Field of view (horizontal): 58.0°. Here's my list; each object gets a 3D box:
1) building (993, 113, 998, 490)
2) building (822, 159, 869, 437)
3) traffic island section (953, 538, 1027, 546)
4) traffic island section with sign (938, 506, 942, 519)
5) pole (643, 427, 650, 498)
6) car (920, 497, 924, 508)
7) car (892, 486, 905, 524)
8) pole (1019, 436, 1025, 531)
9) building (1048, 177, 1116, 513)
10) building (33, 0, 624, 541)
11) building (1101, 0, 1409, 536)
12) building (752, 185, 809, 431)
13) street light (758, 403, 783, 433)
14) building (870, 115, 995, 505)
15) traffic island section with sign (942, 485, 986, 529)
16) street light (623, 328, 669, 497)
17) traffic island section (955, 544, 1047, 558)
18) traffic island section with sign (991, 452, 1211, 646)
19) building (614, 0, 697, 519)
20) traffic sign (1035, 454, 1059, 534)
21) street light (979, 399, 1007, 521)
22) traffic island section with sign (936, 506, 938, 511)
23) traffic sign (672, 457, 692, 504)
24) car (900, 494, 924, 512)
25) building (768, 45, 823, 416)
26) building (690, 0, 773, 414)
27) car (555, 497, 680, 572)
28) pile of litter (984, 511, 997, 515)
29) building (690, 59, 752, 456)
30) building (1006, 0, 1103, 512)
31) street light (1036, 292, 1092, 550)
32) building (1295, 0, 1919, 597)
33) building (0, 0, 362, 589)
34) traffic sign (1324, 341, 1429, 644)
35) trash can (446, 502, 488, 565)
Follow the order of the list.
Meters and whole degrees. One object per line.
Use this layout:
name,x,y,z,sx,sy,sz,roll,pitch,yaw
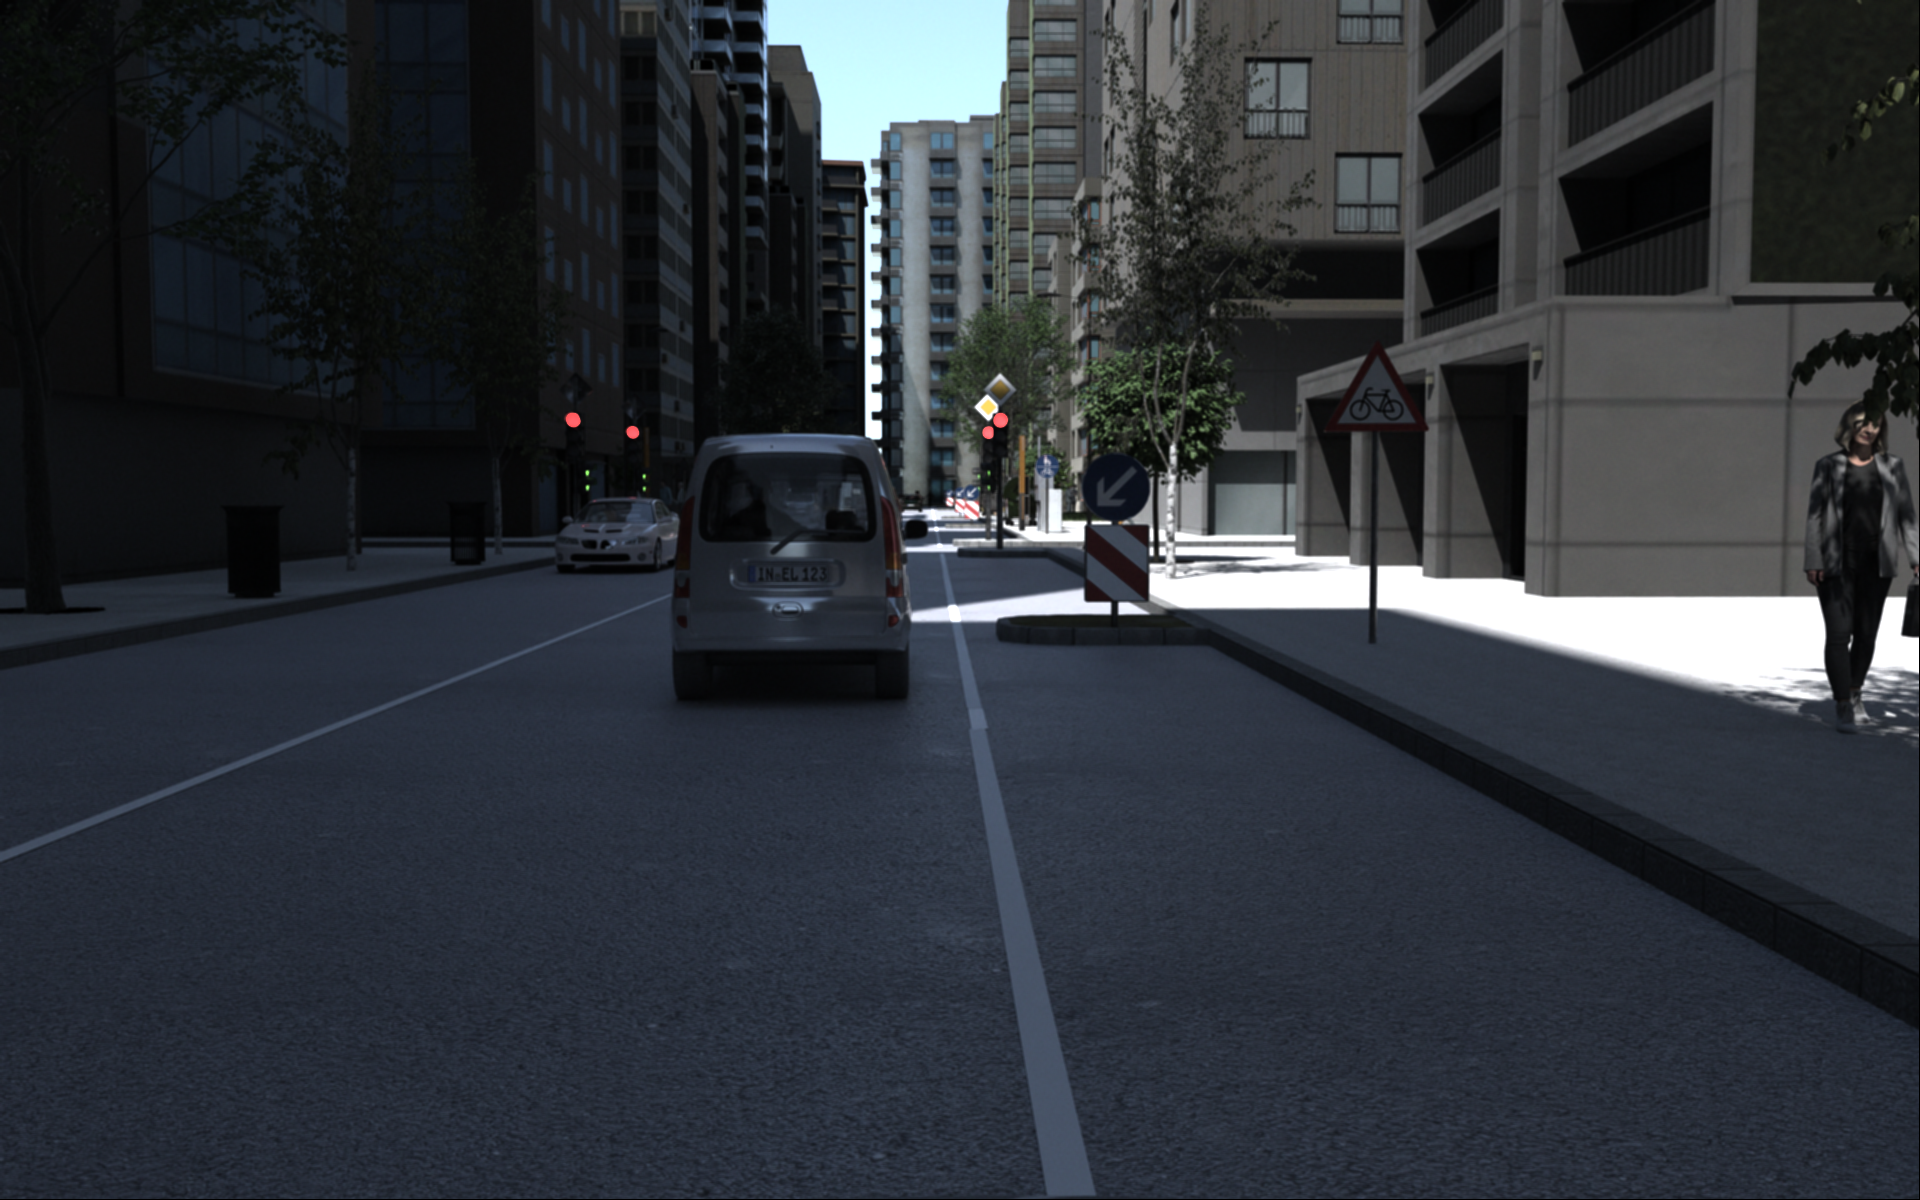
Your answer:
building,10.927,-30.067,175.189,14.154,41.232,14.086,0,4,-1
building,-26.245,-34.568,219.818,28.867,44.769,22.147,0,4,-1
traffic island section,0.809,-1.592,48.317,2.009,0.180,2.903,0,4,-1
traffic island section with sign,-0.101,-5.580,99.863,1.989,1.847,2.006,0,4,-1
pole,-9.558,-3.608,52.838,0.158,3.312,0.155,0,3,0
car,-4.820,-10.550,181.527,2.155,1.783,4.494,0,4,-3
car,-3.633,-4.231,77.845,2.281,1.827,5.304,0,4,-1
pole,2.168,-4.075,60.470,0.158,3.312,0.155,0,3,0
building,20.348,-16.172,109.450,27.650,21.520,28.899,0,4,-1
building,-19.304,-24.847,56.361,14.600,45.320,14.200,0,4,-1
building,19.454,-28.959,62.724,27.495,52.752,28.713,0,4,-1
building,-21.540,-23.826,161.252,14.160,30.474,14.107,0,4,-1
street light,-9.679,-7.066,88.064,1.470,5.913,1.316,0,4,-1
building,3.994,-36.811,221.461,30.456,49.044,23.786,0,4,-1
traffic island section with sign,0.371,-3.932,72.912,1.989,1.847,2.006,0,4,-1
street light,-8.837,-4.646,48.510,1.470,5.913,1.316,0,4,-1
traffic island section,0.951,-1.104,40.334,2.009,0.180,2.903,0,4,-1
traffic island section with sign,1.372,-0.532,17.331,1.989,1.847,2.006,0,4,-1
building,-26.087,-23.949,83.446,32.217,40.220,23.993,0,4,-1
traffic sign,2.786,-3.377,55.313,0.768,2.556,0.104,0,4,5
street light,1.662,-6.779,83.380,1.470,5.913,1.316,0,4,-1
traffic island section with sign,-0.995,-8.677,150.503,1.989,1.847,2.006,0,4,-1
traffic sign,-9.594,-3.684,60.232,0.884,2.594,0.081,0,4,6
car,-3.874,-7.843,138.021,2.009,1.686,4.222,0,4,0
building,-25.865,-34.324,184.895,21.600,48.544,21.300,0,4,-1
building,-25.577,-50.415,136.955,22.319,86.520,31.000,0,4,-1
car,-6.469,-1.278,33.252,2.083,1.381,4.827,0,4,-1
pile of litter,1.929,-5.583,105.251,1.176,0.858,1.719,1,4,9
building,-21.941,-21.040,115.704,14.160,30.474,14.107,0,4,-1
building,10.826,-28.316,146.567,14.154,41.232,14.086,0,4,-1
street light,2.450,-4.124,39.962,1.470,5.913,1.316,0,4,-1
building,17.416,-35.830,24.076,20.563,71.187,20.611,0,4,-1
building,-19.398,-23.178,29.064,14.200,45.320,14.600,0,4,-1
traffic sign,3.544,-0.905,14.802,0.884,2.594,0.081,0,4,2
trash can,-8.927,-1.208,31.400,0.748,1.137,0.748,0,3,0
